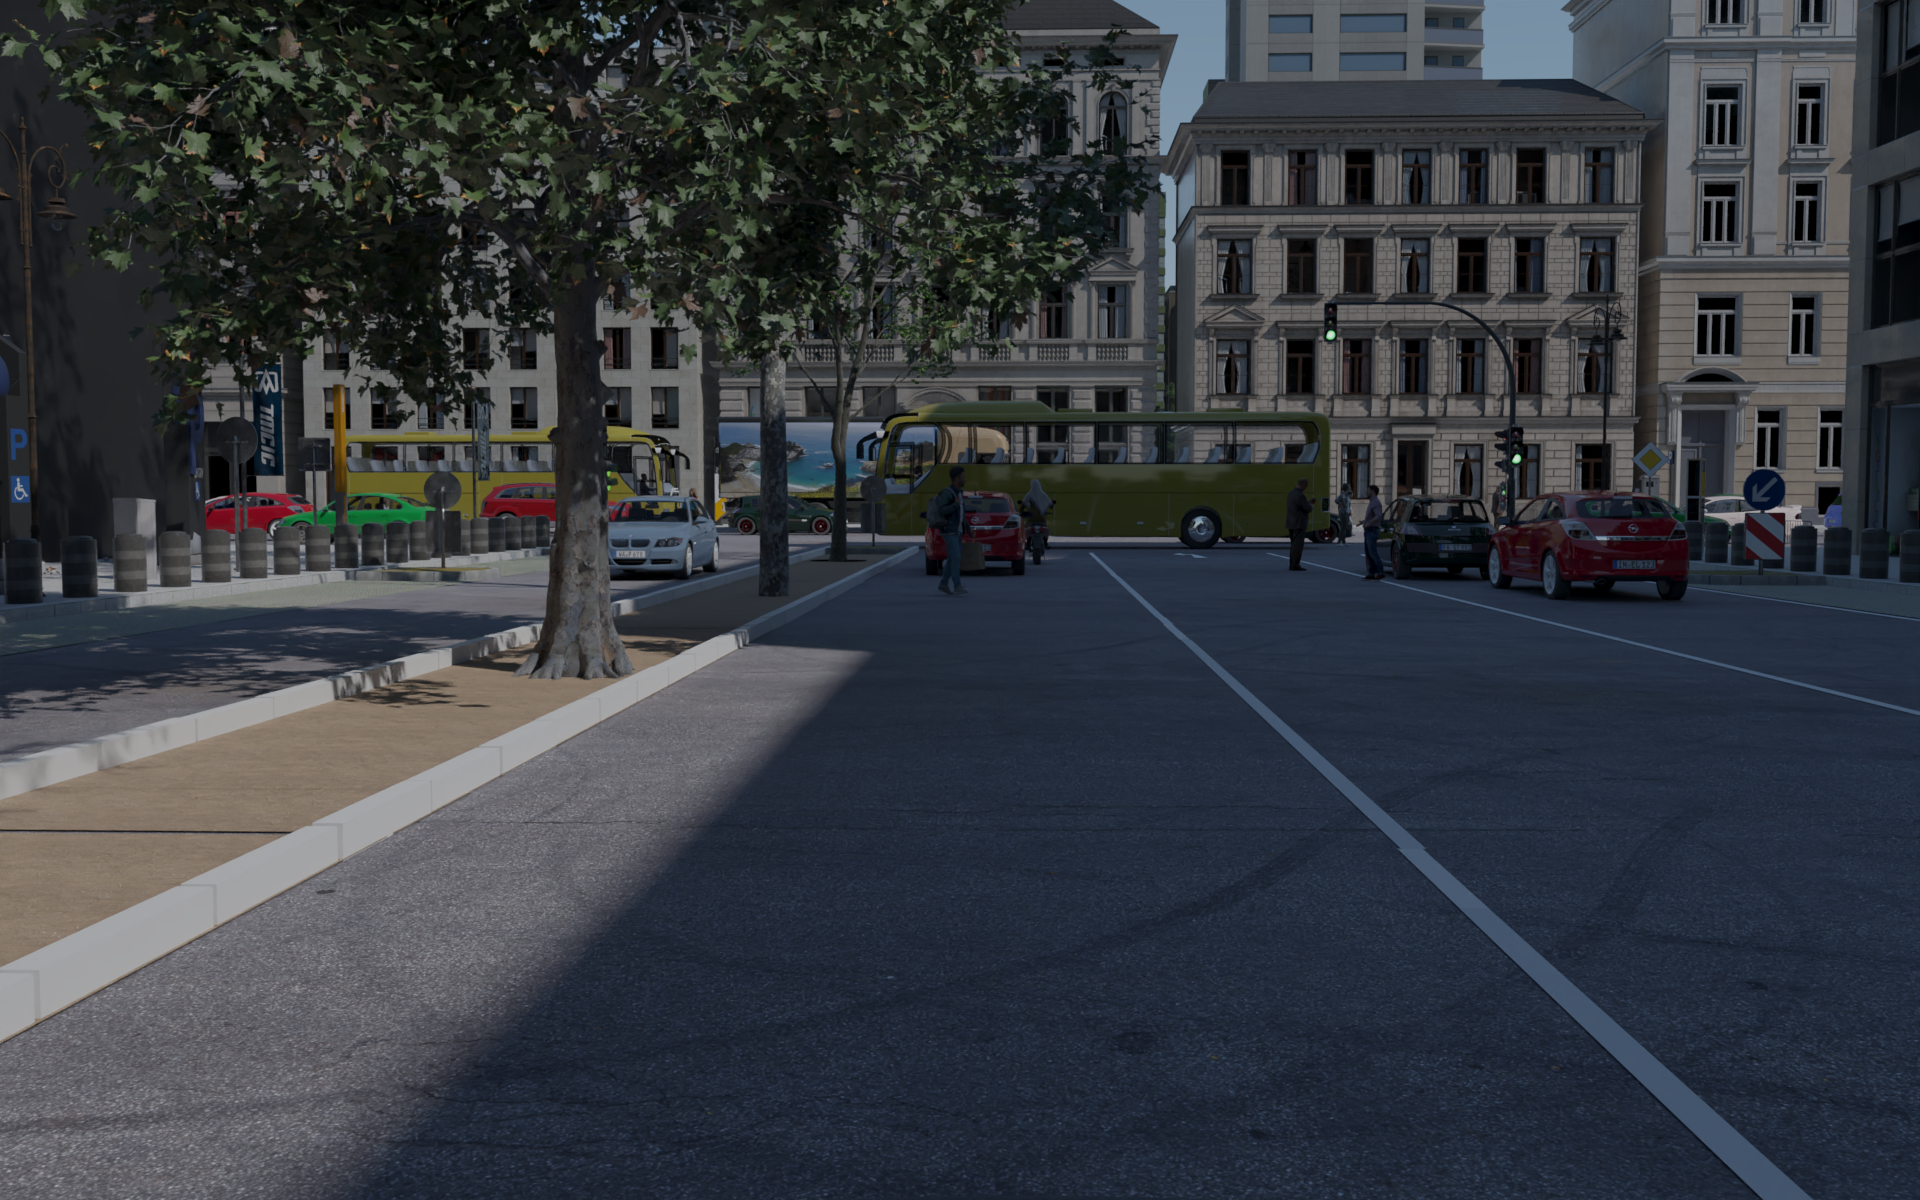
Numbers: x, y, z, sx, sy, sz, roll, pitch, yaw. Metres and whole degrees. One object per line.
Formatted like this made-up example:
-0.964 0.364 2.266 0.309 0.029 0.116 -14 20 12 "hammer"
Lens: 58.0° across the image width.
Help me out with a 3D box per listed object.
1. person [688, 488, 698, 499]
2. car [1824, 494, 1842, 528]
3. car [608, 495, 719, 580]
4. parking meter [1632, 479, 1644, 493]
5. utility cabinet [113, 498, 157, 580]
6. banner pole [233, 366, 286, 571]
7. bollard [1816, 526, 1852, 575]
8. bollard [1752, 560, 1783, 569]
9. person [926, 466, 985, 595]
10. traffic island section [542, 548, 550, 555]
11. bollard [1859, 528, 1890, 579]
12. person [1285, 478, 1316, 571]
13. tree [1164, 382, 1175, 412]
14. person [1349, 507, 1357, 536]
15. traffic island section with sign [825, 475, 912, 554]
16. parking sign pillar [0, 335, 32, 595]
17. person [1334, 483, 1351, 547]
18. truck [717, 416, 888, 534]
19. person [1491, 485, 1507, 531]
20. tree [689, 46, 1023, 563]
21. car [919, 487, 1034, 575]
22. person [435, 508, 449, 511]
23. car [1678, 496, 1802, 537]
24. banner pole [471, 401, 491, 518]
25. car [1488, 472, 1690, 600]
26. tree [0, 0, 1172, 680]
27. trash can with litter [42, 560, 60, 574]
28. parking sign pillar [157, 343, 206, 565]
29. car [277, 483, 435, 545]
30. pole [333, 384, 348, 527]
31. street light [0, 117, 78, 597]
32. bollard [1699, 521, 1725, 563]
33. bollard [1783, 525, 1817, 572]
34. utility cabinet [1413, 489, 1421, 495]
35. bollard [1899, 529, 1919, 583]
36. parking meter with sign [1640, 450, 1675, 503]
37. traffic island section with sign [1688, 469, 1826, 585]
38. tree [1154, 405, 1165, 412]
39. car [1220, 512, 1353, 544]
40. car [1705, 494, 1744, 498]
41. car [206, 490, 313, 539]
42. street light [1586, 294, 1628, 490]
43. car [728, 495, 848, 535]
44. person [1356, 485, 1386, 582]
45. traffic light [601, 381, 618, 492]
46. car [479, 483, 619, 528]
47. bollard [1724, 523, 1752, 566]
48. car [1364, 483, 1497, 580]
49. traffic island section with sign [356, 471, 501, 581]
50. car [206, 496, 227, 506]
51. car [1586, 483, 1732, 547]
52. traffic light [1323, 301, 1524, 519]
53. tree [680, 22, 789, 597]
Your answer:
-7.908 -2.483 50.794 0.593 1.614 0.444 3 5 39 "person"
31.503 -3.018 58.942 3.694 1.707 1.945 0 4 2 "car"
-5.362 -1.134 30.545 2.014 1.417 4.499 0 4 1 "car"
26.887 -3.855 68.740 0.399 1.863 0.255 3 4 37 "parking meter"
-12.501 -0.924 26.262 0.306 1.237 1.020 -3 5 -43 "utility cabinet"
-11.826 -2.396 29.186 0.863 3.779 0.401 -2 4 -25 "banner pole"
13.944 -0.783 27.524 0.404 0.777 0.398 0 3 0 "bollard"
14.039 -0.931 29.937 0.404 0.777 0.398 0 3 0 "bollard"
-0.046 -0.971 24.353 0.713 1.824 0.794 3 5 40 "person"
-8.738 -1.198 41.865 2.009 0.180 2.903 0 4 2 "traffic island section"
13.897 -0.710 26.323 0.404 0.777 0.398 0 3 0 "bollard"
6.391 -1.423 32.445 0.600 1.739 0.565 -3 4 -37 "person"
19.655 -12.808 135.169 9.928 11.665 9.643 0 3 0 "tree"
12.748 -2.750 56.701 0.726 1.435 0.776 -3 5 -43 "person"
-2.153 -2.062 41.845 2.006 1.907 1.989 0 4 2 "traffic island section with sign"
-12.708 -2.069 22.305 1.447 3.967 1.447 1 4 9 "parking sign pillar"
10.479 -2.329 47.297 0.376 1.734 0.841 2 4 33 "person"
-3.114 -4.571 63.649 11.283 4.237 2.839 0 4 2 "truck"
18.628 -3.092 59.738 0.600 1.739 0.565 -1 4 -20 "person"
-2.455 -6.597 36.074 9.928 11.665 9.643 0 3 0 "tree"
0.300 -1.412 32.122 2.155 1.783 4.494 0 4 1 "car"
-13.930 -2.330 46.705 0.767 1.812 0.694 -2 4 -32 "person"
21.724 -2.303 50.011 4.827 1.381 2.083 0 4 3 "car"
-11.064 -3.051 39.900 0.863 3.779 0.401 3 5 41 "banner pole"
8.938 -0.972 24.933 2.155 1.783 4.494 0 4 2 "car"
-3.013 -5.752 13.508 9.611 12.733 9.660 0 3 0 "tree"
-15.251 -1.071 28.571 1.678 1.210 2.233 -1 4 -18 "trash can with litter"
-14.173 -2.641 31.660 1.447 3.967 1.447 -1 4 -12 "parking sign pillar"
-16.810 -2.444 48.762 4.718 1.807 1.959 0 4 3 "car"
-11.542 -2.351 32.281 0.158 3.312 0.155 0 3 0 "pole"
-11.497 -2.974 21.412 0.468 5.910 1.993 0 4 2 "street light"
14.132 -1.078 32.345 0.404 0.777 0.398 0 3 0 "bollard"
13.993 -0.857 28.724 0.404 0.777 0.398 0 3 0 "bollard"
18.343 -3.721 69.515 0.318 1.500 1.173 1 4 16 "utility cabinet"
13.853 -0.636 25.114 0.404 0.777 0.398 0 3 0 "bollard"
27.606 -4.471 69.361 1.738 3.016 0.543 0 4 4 "parking meter with sign"
12.532 -1.181 27.938 1.989 1.847 2.006 0 4 2 "traffic island section with sign"
21.501 -16.994 199.902 6.751 12.117 7.091 0 3 0 "tree"
9.376 -2.510 50.824 4.222 1.686 2.009 0 4 1 "car"
24.970 -2.740 56.591 2.131 1.459 4.920 0 4 2 "car"
-22.118 -2.717 53.462 4.494 1.783 2.155 0 4 0 "car"
14.998 -4.128 40.285 0.468 5.910 1.993 0 4 2 "street light"
-6.036 -3.120 60.807 4.222 1.686 2.009 0 4 0 "car"
6.751 -1.100 28.446 0.435 1.587 0.963 0 4 0 "person"
-8.698 -3.230 41.729 0.839 4.253 0.868 0 4 2 "traffic light"
-13.662 -3.079 59.009 5.304 1.827 2.281 0 4 4 "car"
14.083 -1.005 31.145 0.404 0.777 0.398 0 3 0 "bollard"
8.234 -1.260 30.388 2.009 1.686 4.222 0 4 3 "car"
-8.892 -1.264 29.298 1.989 1.847 2.006 0 4 2 "traffic island section with sign"
-26.948 -3.248 65.474 4.827 1.381 2.083 0 4 2 "car"
17.329 -2.177 44.394 4.718 1.807 1.959 0 4 1 "car"
10.904 -4.048 40.846 4.771 5.953 1.251 0 4 2 "traffic light"
-3.781 -10.163 24.508 12.611 20.169 13.585 0 3 0 "tree"
